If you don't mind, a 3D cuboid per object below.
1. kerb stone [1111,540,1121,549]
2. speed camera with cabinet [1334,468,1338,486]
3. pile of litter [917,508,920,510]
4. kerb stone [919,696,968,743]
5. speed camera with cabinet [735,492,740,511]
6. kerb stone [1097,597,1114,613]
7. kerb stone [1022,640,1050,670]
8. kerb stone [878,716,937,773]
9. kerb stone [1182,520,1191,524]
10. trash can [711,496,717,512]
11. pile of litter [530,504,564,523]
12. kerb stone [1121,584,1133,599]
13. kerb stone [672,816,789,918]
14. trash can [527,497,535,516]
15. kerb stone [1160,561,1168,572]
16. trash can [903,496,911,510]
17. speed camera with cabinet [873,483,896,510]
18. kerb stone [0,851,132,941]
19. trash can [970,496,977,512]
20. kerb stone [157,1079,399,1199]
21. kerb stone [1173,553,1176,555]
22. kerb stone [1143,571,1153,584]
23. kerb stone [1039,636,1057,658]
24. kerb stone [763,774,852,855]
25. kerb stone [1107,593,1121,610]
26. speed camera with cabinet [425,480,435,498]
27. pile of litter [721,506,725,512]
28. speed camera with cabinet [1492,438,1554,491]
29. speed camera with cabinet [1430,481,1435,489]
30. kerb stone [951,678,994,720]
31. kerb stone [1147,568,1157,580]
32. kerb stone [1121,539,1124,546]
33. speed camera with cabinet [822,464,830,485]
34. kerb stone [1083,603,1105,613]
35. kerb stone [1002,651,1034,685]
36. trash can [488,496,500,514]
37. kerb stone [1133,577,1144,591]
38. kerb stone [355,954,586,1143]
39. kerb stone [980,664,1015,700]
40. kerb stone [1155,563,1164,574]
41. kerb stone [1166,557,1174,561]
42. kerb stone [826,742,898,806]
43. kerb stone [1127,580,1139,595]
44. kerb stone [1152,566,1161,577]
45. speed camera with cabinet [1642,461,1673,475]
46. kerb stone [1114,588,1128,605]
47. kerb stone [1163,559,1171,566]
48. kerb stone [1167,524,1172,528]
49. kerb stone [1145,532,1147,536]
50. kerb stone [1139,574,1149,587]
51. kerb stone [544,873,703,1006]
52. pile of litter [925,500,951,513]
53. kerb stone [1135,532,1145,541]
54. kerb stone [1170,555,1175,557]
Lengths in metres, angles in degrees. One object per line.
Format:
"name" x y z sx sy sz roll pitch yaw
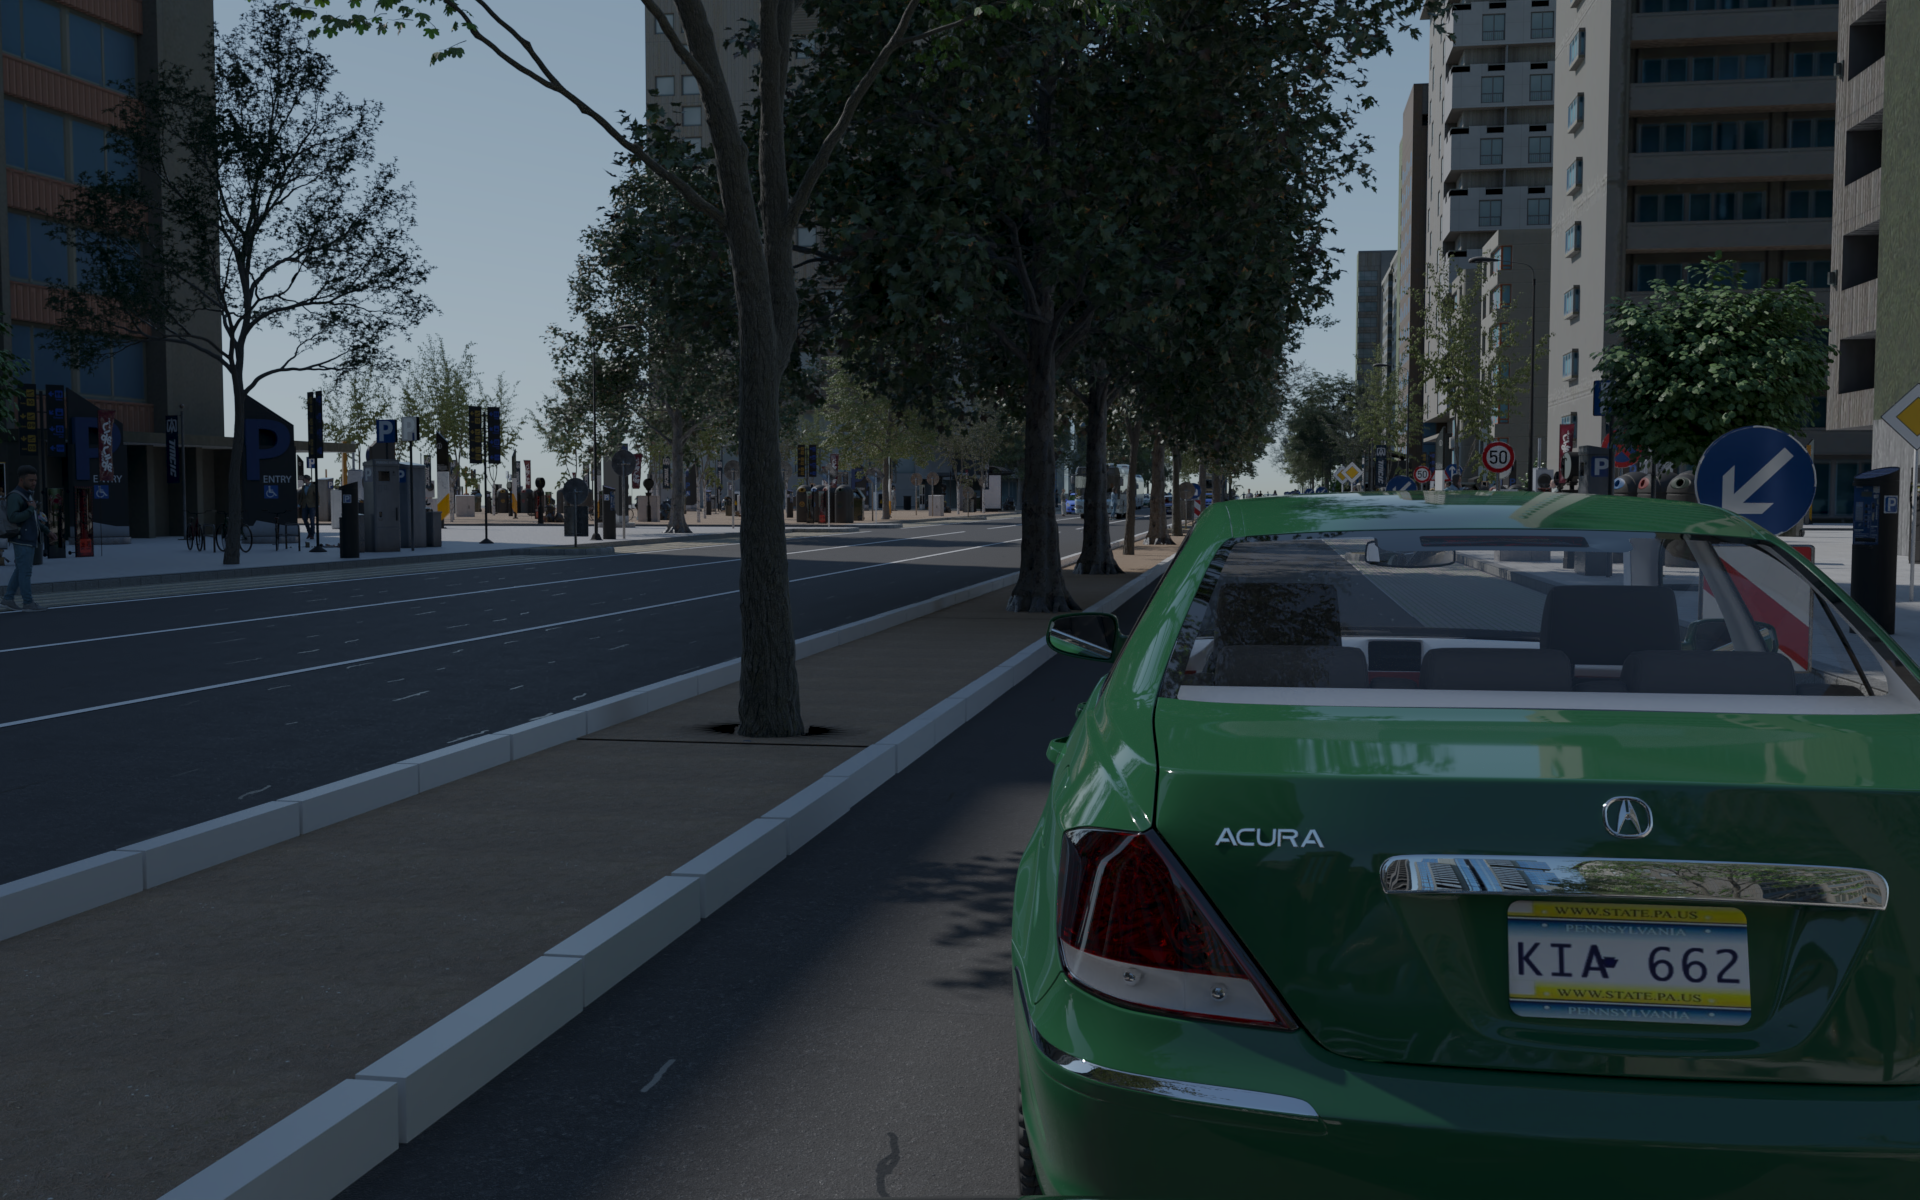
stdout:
"kerb stone" 4.104 -1.460 46.093 0.120 0.150 1.000 1 4 10
"speed camera with cabinet" 28.792 -8.508 133.441 0.660 3.252 2.038 0 4 8
"pile of litter" -2.915 -7.786 141.274 1.176 0.858 1.719 0 4 8
"kerb stone" -0.114 0.723 10.389 0.120 0.150 1.000 1 4 10
"speed camera with cabinet" -14.590 -7.518 117.261 2.038 3.252 0.660 2 4 31
"kerb stone" 1.681 0.105 20.472 0.120 0.150 1.000 1 4 10
"kerb stone" 0.605 0.475 14.425 0.120 0.150 1.000 1 4 10
"kerb stone" -0.291 0.784 9.382 0.120 0.150 1.000 1 4 10
"kerb stone" 11.373 -3.955 86.969 0.120 0.150 1.000 1 4 10
"trash can" -17.974 -6.973 125.657 0.748 1.137 0.748 0 3 0
"pile of litter" -18.493 -3.925 78.133 1.719 0.858 1.176 0 4 3
"kerb stone" 2.218 -0.077 23.495 0.120 0.150 1.000 1 4 10
"kerb stone" -0.831 0.969 6.348 0.120 0.150 1.000 1 4 10
"trash can" -25.105 -5.508 101.709 0.748 1.137 0.748 0 3 0
"kerb stone" 3.647 -0.573 31.558 0.120 0.150 1.000 1 4 10
"trash can" -4.187 -7.712 137.741 0.748 1.137 0.748 0 3 0
"speed camera with cabinet" -6.125 -8.919 140.161 2.038 3.252 0.660 -3 5 -43
"kerb stone" -3.077 1.007 5.728 0.120 0.150 1.000 1 4 10
"trash can" 0.852 -6.679 120.847 0.748 1.137 0.748 0 3 0
"kerb stone" -1.376 1.158 3.307 0.120 0.150 1.000 1 4 10
"kerb stone" 4.375 -0.815 35.593 0.120 0.150 1.000 1 4 10
"kerb stone" 2.940 -0.326 27.524 0.120 0.150 1.000 1 4 10
"kerb stone" 0.785 0.416 15.432 0.120 0.150 1.000 1 4 10
"kerb stone" -0.646 0.907 7.368 0.120 0.150 1.000 1 4 10
"kerb stone" 1.865 0.044 21.478 0.120 0.150 1.000 1 4 10
"speed camera with cabinet" -33.949 -6.986 108.555 0.660 3.252 2.038 3 4 39
"pile of litter" -16.037 -6.564 121.283 1.719 0.858 1.176 -1 4 -12
"speed camera with cabinet" 19.834 -4.080 61.038 2.038 3.252 0.660 0 4 -8
"speed camera with cabinet" 29.829 -6.830 106.013 2.038 3.252 0.660 -1 4 -13
"kerb stone" 0.070 0.660 11.398 0.120 0.150 1.000 1 4 10
"kerb stone" 3.114 -0.388 28.532 0.120 0.150 1.000 1 4 10
"kerb stone" 4.286 -1.523 47.099 0.120 0.150 1.000 1 4 10
"speed camera with cabinet" -9.073 -7.197 112.005 2.038 3.252 0.660 -3 4 -37
"kerb stone" 1.489 0.171 19.468 0.120 0.150 1.000 1 4 10
"kerb stone" 0.430 0.537 13.411 0.120 0.150 1.000 1 4 10
"trash can" -29.942 -6.092 111.262 0.748 1.137 0.748 0 3 0
"kerb stone" 2.575 -0.203 25.511 0.120 0.150 1.000 1 4 10
"kerb stone" -1.192 1.096 4.319 0.120 0.150 1.000 1 4 10
"kerb stone" 0.246 0.603 12.405 0.120 0.150 1.000 1 4 10
"kerb stone" 3.465 -0.506 30.552 0.120 0.150 1.000 1 4 10
"kerb stone" 4.005 -0.692 33.582 0.120 0.150 1.000 1 4 10
"kerb stone" -0.478 0.845 8.376 0.120 0.150 1.000 1 4 10
"kerb stone" 2.397 -0.141 24.503 0.120 0.150 1.000 1 4 10
"kerb stone" 3.287 -0.449 29.539 0.120 0.150 1.000 1 4 10
"speed camera with cabinet" 19.121 -3.154 45.907 0.660 3.252 2.038 -3 5 -42
"kerb stone" 2.042 -0.015 22.488 0.120 0.150 1.000 1 4 10
"kerb stone" 3.828 -0.633 32.564 0.120 0.150 1.000 1 4 10
"kerb stone" 9.041 -3.159 73.837 0.120 0.150 1.000 1 4 10
"kerb stone" 5.897 -2.077 56.159 0.120 0.150 1.000 1 4 10
"kerb stone" 2.755 -0.258 26.519 0.120 0.150 1.000 1 4 10
"kerb stone" -1.018 1.034 5.330 0.120 0.150 1.000 1 4 10
"pile of litter" -1.304 -6.307 117.078 1.719 0.858 1.176 -2 4 -26
"kerb stone" 5.715 -2.016 55.153 0.120 0.150 1.000 1 4 10
"kerb stone" 4.186 -0.757 34.588 0.120 0.150 1.000 1 4 10
